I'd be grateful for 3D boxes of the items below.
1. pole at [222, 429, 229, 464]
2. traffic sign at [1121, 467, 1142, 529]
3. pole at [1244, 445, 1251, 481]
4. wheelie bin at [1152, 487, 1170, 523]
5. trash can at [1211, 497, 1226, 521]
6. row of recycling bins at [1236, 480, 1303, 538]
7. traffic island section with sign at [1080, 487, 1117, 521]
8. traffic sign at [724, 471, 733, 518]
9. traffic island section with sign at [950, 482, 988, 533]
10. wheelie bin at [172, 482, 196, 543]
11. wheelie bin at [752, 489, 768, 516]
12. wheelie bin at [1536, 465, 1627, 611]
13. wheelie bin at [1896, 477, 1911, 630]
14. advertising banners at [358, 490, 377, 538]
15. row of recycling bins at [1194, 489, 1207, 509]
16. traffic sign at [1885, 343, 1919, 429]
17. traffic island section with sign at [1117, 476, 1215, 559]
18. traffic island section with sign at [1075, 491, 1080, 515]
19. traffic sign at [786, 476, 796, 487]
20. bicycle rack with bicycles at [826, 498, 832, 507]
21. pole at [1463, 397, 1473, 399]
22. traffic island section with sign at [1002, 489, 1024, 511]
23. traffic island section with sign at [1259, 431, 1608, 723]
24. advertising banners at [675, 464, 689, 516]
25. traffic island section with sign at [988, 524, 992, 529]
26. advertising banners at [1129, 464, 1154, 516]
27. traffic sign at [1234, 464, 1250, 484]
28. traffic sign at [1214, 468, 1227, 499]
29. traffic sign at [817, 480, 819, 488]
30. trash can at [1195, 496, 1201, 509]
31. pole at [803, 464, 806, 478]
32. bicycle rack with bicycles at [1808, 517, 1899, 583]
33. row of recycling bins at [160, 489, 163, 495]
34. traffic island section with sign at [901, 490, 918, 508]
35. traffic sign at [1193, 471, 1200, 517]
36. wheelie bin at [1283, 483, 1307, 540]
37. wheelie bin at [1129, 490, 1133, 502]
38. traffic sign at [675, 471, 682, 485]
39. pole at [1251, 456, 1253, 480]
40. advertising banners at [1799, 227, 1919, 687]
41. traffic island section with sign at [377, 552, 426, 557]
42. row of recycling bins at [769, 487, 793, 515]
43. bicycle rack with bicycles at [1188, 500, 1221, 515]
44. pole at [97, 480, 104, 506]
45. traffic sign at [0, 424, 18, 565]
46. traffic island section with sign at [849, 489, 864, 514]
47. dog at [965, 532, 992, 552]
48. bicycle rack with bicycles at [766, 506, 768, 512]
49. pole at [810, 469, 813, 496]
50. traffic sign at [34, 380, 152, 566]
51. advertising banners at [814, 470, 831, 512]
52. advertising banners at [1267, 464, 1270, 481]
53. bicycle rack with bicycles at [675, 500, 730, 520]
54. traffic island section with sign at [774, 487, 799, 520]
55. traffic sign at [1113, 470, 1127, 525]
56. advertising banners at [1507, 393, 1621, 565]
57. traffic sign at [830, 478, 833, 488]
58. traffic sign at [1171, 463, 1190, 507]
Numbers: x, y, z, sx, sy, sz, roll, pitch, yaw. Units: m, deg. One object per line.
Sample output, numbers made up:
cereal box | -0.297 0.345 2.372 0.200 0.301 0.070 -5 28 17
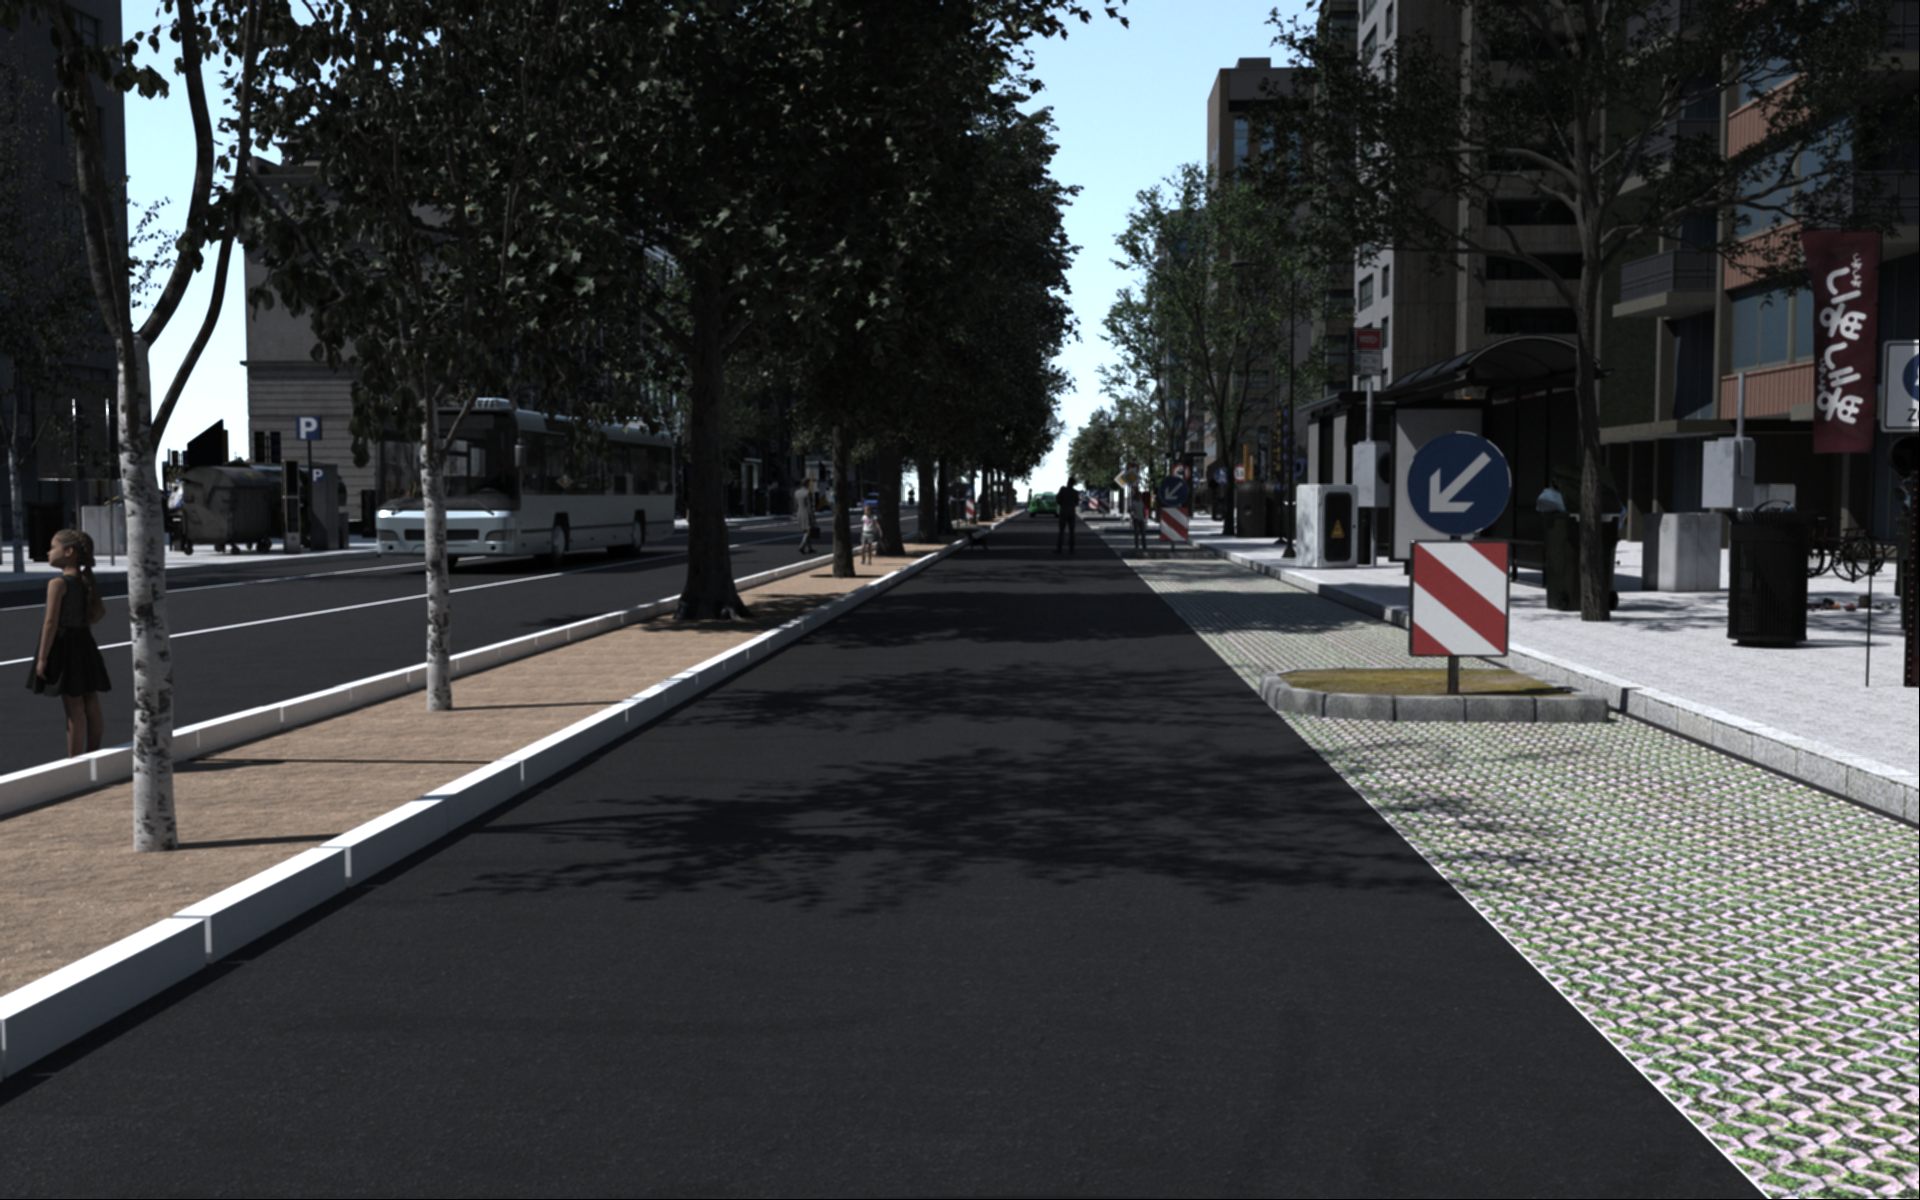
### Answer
pole | -23.192 -3.726 54.763 0.158 3.312 0.155 0 3 0
traffic sign | 6.302 -3.676 63.744 0.795 2.450 0.064 0 4 3
pole | 11.807 -4.749 71.487 0.158 3.312 0.155 0 3 0
wheelie bin | 8.940 -4.179 76.232 0.980 1.594 0.693 0 4 -1
trash can | 12.326 -4.342 82.639 0.748 1.137 0.748 0 3 0
row of recycling bins | 9.637 -2.716 51.517 3.534 1.692 1.069 -2 4 -33
traffic island section with sign | 7.673 -5.212 93.841 1.989 1.847 2.006 0 4 3
traffic sign | -12.504 -5.662 92.682 0.768 2.556 0.104 1 4 13
traffic island section with sign | -0.107 -3.442 64.417 2.006 1.907 1.989 0 4 3
wheelie bin | -20.161 -2.281 45.209 0.980 1.594 0.693 2 4 23
wheelie bin | -11.592 -5.687 100.885 0.980 1.594 0.693 -2 4 -31
wheelie bin | 6.826 -0.688 19.153 0.980 1.594 0.693 0 4 -7
wheelie bin | 9.109 -0.502 16.116 0.693 1.594 0.980 1 4 16
advertising banners | -16.705 -3.365 51.205 2.074 3.025 0.090 -1 4 -22
row of recycling bins | 19.497 -8.069 139.042 1.069 1.692 3.534 -1 4 -17
traffic sign | 6.450 -0.578 11.587 0.606 2.300 0.079 0 4 6
traffic island section with sign | 4.609 -1.837 38.667 1.989 1.847 2.006 0 4 3
traffic island section with sign | 9.181 -6.867 120.899 1.989 1.847 2.006 0 4 3
traffic sign | -12.175 -7.599 124.344 0.768 2.556 0.104 0 4 4
bicycle rack with bicycles | -10.631 -7.984 143.919 2.925 0.926 2.852 -1 4 -23
pole | 10.688 -2.610 36.518 0.158 3.312 0.155 0 3 0
traffic island section with sign | 4.489 -8.483 146.835 2.006 1.907 1.989 0 4 3
traffic island section with sign | 3.093 -0.191 11.755 1.989 1.847 2.006 0 4 3
advertising banners | -15.872 -6.411 101.000 2.074 3.025 0.090 -2 4 -26
traffic island section with sign | 0.315 -3.895 71.812 2.006 1.907 1.989 0 4 3
advertising banners | 10.781 -6.337 99.791 2.074 3.025 0.090 0 4 -1
traffic sign | 12.037 -4.543 74.381 0.768 2.556 0.104 1 4 11
traffic sign | 12.795 -5.164 84.534 0.768 2.556 0.104 1 4 12
traffic sign | -10.023 -7.533 125.294 0.606 2.300 0.079 0 4 8
trash can | 18.635 -7.612 136.103 0.748 1.137 0.748 0 3 0
pole | -10.577 -7.584 117.833 0.158 3.312 0.155 0 3 0
bicycle rack with bicycles | 13.433 -0.782 26.161 2.925 0.926 2.852 -1 4 -10
row of recycling bins | -63.918 -7.968 137.395 1.069 1.692 3.534 1 4 21
traffic island section with sign | -4.797 -10.013 172.342 1.989 1.847 2.006 0 4 3
traffic sign | 13.093 -5.942 97.264 0.768 2.556 0.104 1 4 12
wheelie bin | 9.496 -2.489 48.603 0.693 1.594 0.980 -2 4 -29
wheelie bin | 14.379 -8.284 143.349 0.693 1.594 0.980 -2 4 -35
traffic sign | -10.765 -3.735 64.713 0.795 2.450 0.064 0 4 3
pole | 15.434 -5.990 91.775 0.158 3.312 0.155 0 3 0
advertising banners | 6.554 -0.931 11.405 2.074 3.025 0.090 0 4 4
traffic island section with sign | -12.175 -1.926 40.114 1.989 1.847 2.006 0 4 3
row of recycling bins | -11.078 -6.153 107.716 1.069 1.692 3.534 -1 4 -18
bicycle rack with bicycles | 15.311 -5.656 105.863 2.925 0.926 2.852 2 4 29
pole | -32.019 -4.323 64.521 0.158 3.312 0.155 0 3 0
traffic sign | -17.413 -1.910 31.337 0.768 2.556 0.104 0 4 3
traffic island section with sign | -7.572 -6.967 122.532 1.989 1.847 2.006 0 4 3
dog | 0.446 -1.428 42.631 0.540 0.507 0.406 -2 4 -32
bicycle rack with bicycles | -15.201 -6.565 120.714 2.925 0.926 2.852 3 5 41
pole | -12.077 -9.002 141.025 0.158 3.312 0.155 0 3 0
traffic sign | -15.487 -2.268 30.955 2.265 3.308 0.079 1 4 8
advertising banners | -10.394 -7.949 126.157 2.074 3.025 0.090 0 4 -7
advertising banners | 17.398 -6.368 100.304 2.074 3.025 0.090 -3 4 -38
bicycle rack with bicycles | -12.762 -4.392 85.185 2.925 0.926 2.852 -2 4 -34
traffic island section with sign | -9.096 -5.301 95.304 1.989 1.847 2.006 0 4 3
traffic sign | 6.746 -4.164 71.717 0.795 2.450 0.064 0 4 3
advertising banners | 10.499 -2.078 30.166 2.074 3.025 0.090 0 4 -4
traffic sign | -10.043 -8.375 137.044 0.768 2.556 0.104 1 4 13
traffic sign | 9.174 -4.401 72.057 0.768 2.556 0.104 1 4 10
